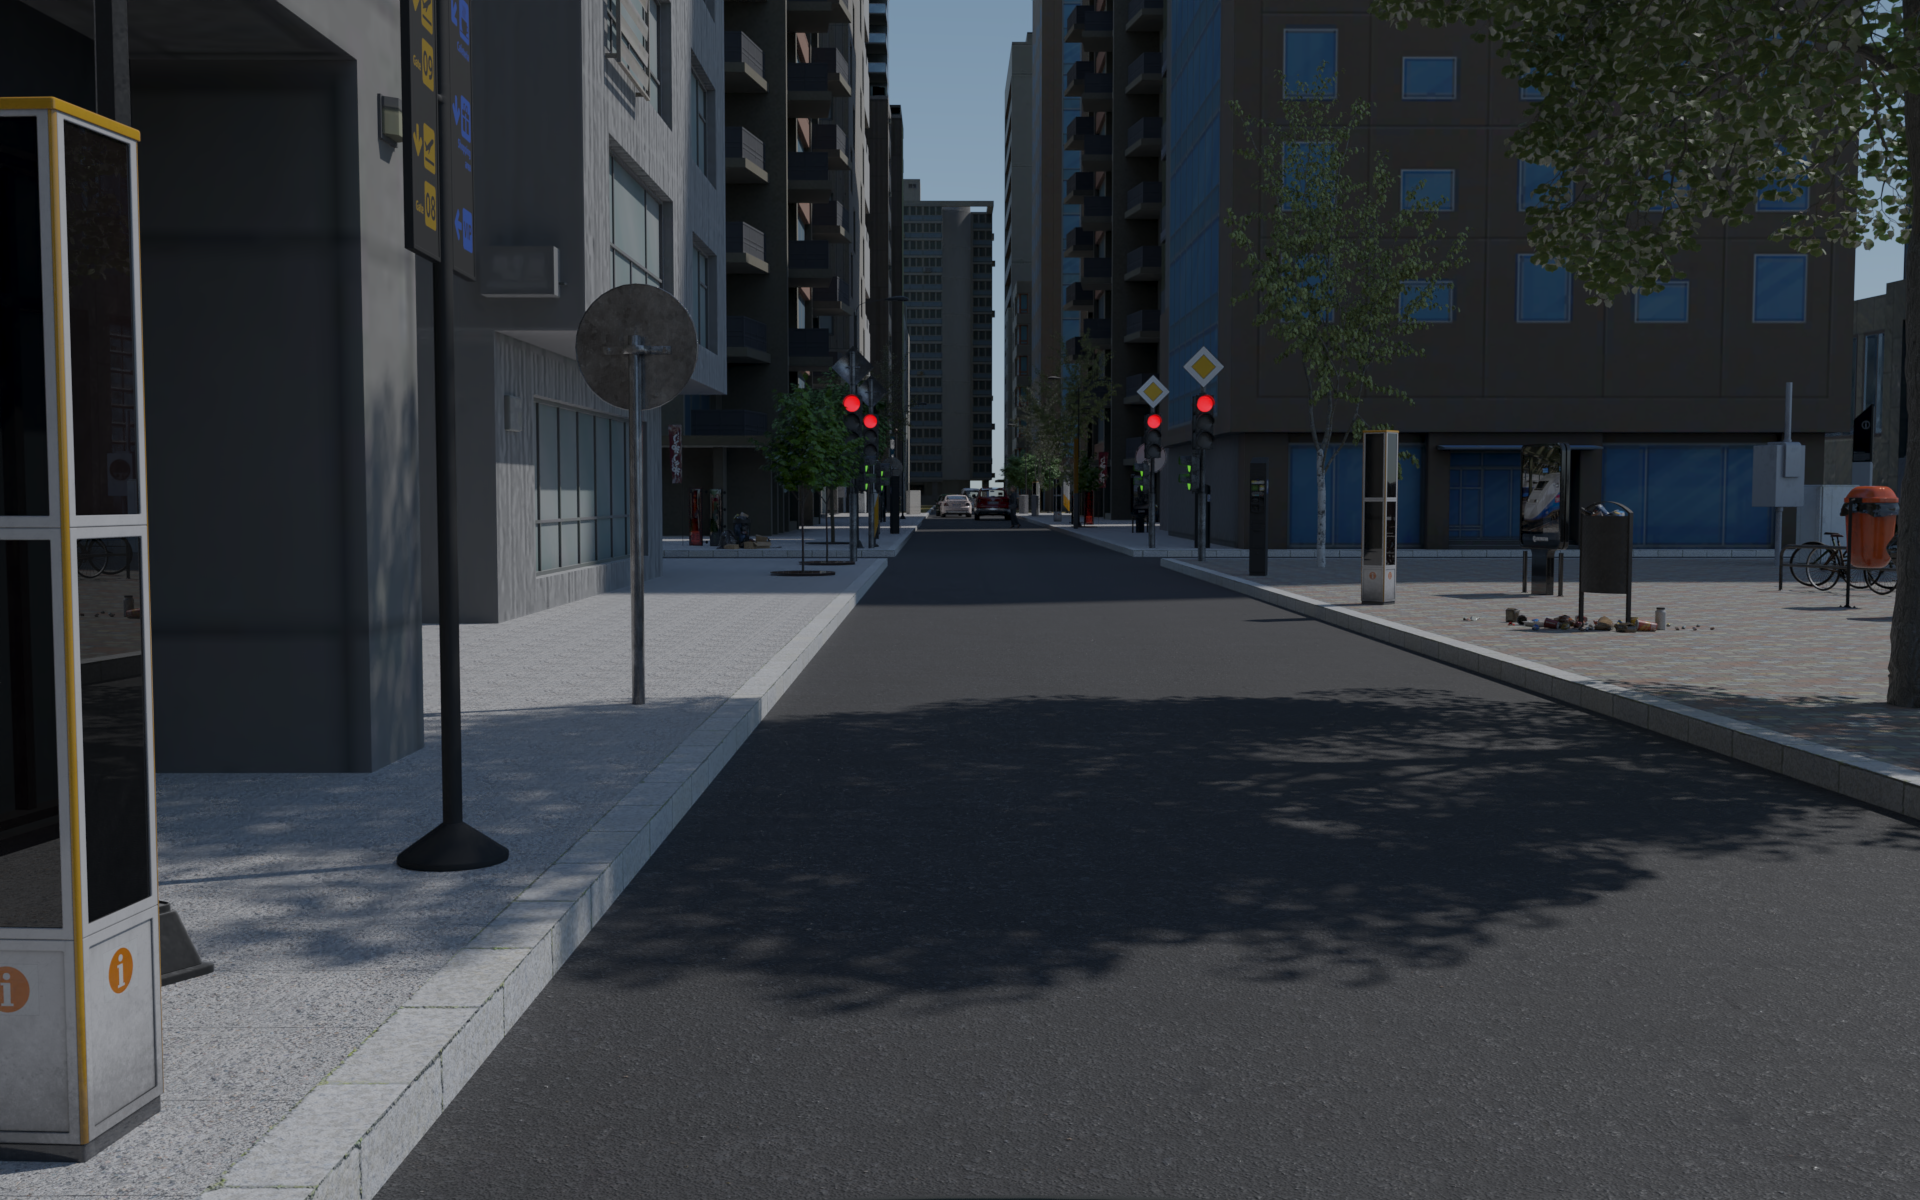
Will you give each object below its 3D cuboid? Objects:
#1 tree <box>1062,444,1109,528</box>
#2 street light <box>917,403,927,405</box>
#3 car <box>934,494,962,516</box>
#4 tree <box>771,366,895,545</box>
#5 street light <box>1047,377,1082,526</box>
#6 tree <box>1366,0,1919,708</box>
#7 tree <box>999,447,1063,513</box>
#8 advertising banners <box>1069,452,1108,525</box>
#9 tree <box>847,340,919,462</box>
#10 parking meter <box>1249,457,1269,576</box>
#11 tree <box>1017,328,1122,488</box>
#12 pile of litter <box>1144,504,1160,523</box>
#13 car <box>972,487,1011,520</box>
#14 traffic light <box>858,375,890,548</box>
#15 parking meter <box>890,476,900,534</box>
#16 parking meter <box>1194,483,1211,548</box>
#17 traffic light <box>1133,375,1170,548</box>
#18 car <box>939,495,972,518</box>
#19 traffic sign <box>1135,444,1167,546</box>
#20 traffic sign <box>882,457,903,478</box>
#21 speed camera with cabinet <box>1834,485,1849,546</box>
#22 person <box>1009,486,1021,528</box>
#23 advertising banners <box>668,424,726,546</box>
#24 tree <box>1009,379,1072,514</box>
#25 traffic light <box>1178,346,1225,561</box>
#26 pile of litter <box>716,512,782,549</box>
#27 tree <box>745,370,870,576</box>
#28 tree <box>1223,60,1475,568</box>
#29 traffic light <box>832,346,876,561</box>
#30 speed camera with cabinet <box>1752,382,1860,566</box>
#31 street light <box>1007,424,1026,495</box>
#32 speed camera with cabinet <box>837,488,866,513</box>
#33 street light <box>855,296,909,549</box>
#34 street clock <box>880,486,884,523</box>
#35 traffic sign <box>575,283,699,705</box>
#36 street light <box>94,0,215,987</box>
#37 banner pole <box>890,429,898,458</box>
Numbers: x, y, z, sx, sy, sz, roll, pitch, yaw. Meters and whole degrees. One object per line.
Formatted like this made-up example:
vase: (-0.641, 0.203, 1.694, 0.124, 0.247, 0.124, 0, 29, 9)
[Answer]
tree: (4.798, -4.394, 66.451, 1.663, 3.219, 1.824, 0, 3, 0)
street light: (-2.376, -7.063, 88.025, 1.470, 5.913, 1.316, 0, 4, 0)
car: (-0.696, -6.344, 113.505, 2.009, 1.686, 4.222, 0, 4, 0)
tree: (-3.229, -3.727, 44.658, 4.285, 4.588, 4.351, 0, 3, 0)
street light: (4.156, -5.874, 68.585, 1.470, 5.913, 1.316, 0, 4, 0)
tree: (5.460, -5.635, 10.258, 7.486, 12.596, 7.792, 0, 3, 0)
tree: (4.479, -8.573, 123.881, 4.285, 4.588, 4.351, 0, 3, 0)
advertising banners: (5.365, -4.644, 72.118, 2.074, 3.025, 0.090, 3, 5, 44)
tree: (-4.029, -8.145, 83.531, 4.360, 8.622, 3.978, 0, 3, 0)
parking meter: (4.697, -1.315, 27.213, 0.255, 1.863, 0.399, 1, 4, 17)
tree: (4.902, -7.691, 76.113, 4.737, 8.622, 4.395, 0, 3, 0)
pile of litter: (8.791, -3.924, 78.127, 1.719, 0.858, 1.176, 2, 4, 35)
car: (1.800, -5.353, 96.199, 2.281, 1.827, 5.304, 0, 4, 0)
traffic light: (-2.079, -3.178, 40.881, 0.839, 4.253, 0.868, 0, 4, 0)
parking meter: (-2.110, -3.070, 55.902, 0.255, 1.863, 0.399, -1, 4, -14)
parking meter: (5.754, -1.999, 41.092, 0.372, 1.533, 0.369, 0, 3, 0)
traffic light: (4.532, -3.182, 40.950, 0.839, 4.253, 0.868, 0, 4, 0)
car: (-0.255, -5.790, 107.033, 2.083, 1.381, 4.827, 0, 4, -2)
traffic sign: (4.655, -2.583, 42.340, 0.768, 2.556, 0.104, 0, 4, 1)
traffic sign: (-2.347, -3.639, 59.601, 0.768, 2.556, 0.104, 0, 4, 0)
speed camera with cabinet: (22.431, -2.908, 41.878, 2.038, 3.252, 0.660, 0, 4, 4)
person: (2.283, -3.885, 72.445, 0.534, 1.772, 0.576, 0, 4, -4)
advertising banners: (-6.520, -2.851, 42.809, 2.074, 3.025, 0.090, 3, 5, 40)
tree: (5.285, -9.853, 111.460, 4.360, 8.622, 3.978, 0, 3, 0)
traffic light: (4.596, -2.694, 32.966, 0.839, 4.253, 0.868, 0, 4, 0)
pile of litter: (-4.972, -1.641, 40.802, 1.719, 0.858, 1.176, -2, 4, -24)
tree: (-2.444, -1.996, 27.229, 1.663, 3.219, 1.824, 0, 3, 0)
tree: (6.352, -4.858, 29.785, 4.737, 8.622, 4.395, 0, 3, 0)
traffic light: (-2.015, -2.690, 32.896, 0.839, 4.253, 0.868, 0, 4, 0)
speed camera with cabinet: (15.262, -2.255, 31.203, 2.038, 3.252, 0.660, -1, 4, -21)
street light: (3.815, -8.702, 114.823, 1.470, 5.913, 1.316, 0, 4, 0)
speed camera with cabinet: (-7.336, -7.450, 116.143, 2.038, 3.252, 0.660, 1, 4, 10)
street light: (-1.901, -4.173, 40.774, 1.470, 5.913, 1.316, 0, 4, 0)
street clock: (-3.622, -4.500, 78.148, 0.471, 2.002, 0.358, 0, 4, 1)
traffic sign: (-1.964, -0.636, 10.501, 0.768, 2.556, 0.104, 0, 4, 7)
street light: (-1.643, -1.950, 4.423, 1.470, 5.913, 1.316, 0, 4, 0)
banner pole: (-2.530, -4.667, 66.317, 0.401, 3.779, 0.863, 1, 4, 18)
